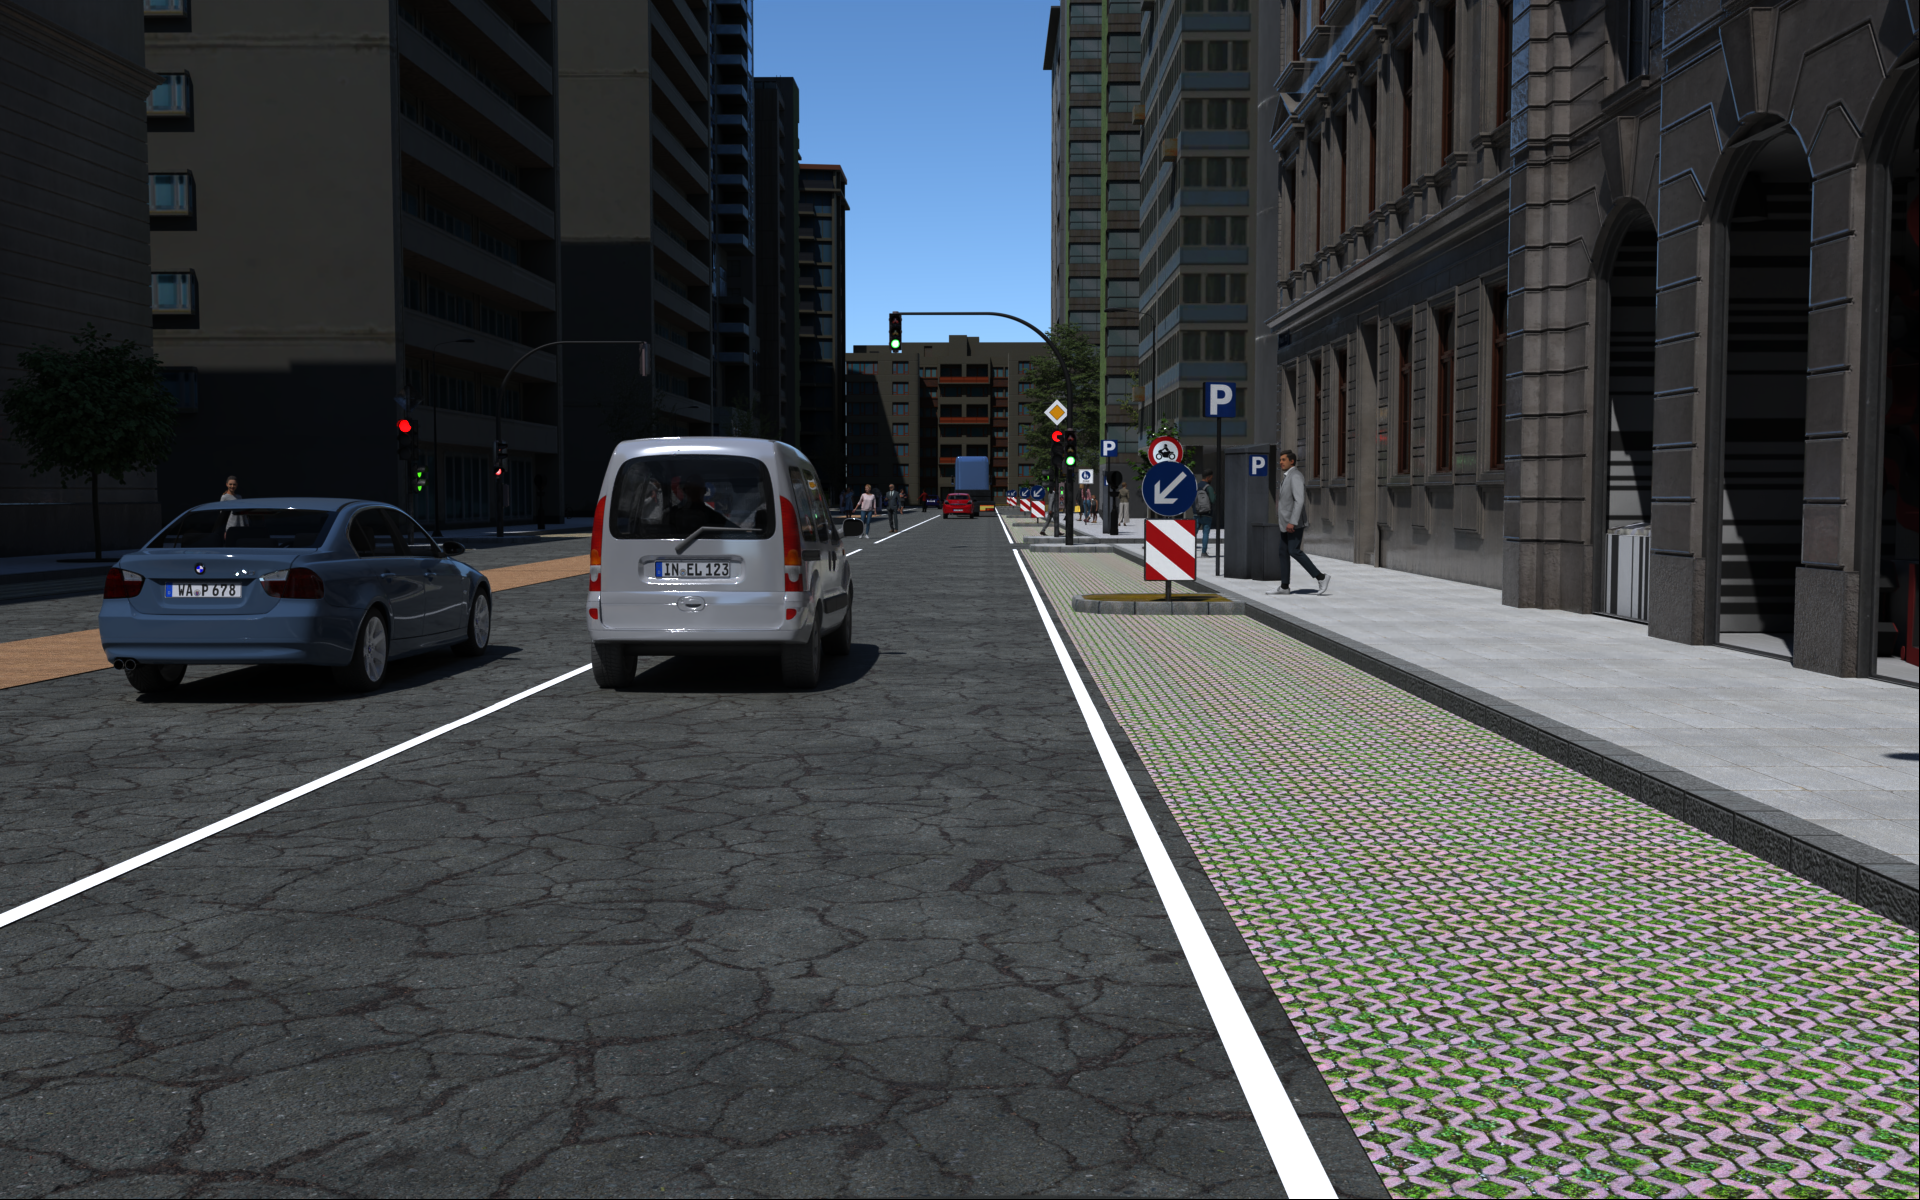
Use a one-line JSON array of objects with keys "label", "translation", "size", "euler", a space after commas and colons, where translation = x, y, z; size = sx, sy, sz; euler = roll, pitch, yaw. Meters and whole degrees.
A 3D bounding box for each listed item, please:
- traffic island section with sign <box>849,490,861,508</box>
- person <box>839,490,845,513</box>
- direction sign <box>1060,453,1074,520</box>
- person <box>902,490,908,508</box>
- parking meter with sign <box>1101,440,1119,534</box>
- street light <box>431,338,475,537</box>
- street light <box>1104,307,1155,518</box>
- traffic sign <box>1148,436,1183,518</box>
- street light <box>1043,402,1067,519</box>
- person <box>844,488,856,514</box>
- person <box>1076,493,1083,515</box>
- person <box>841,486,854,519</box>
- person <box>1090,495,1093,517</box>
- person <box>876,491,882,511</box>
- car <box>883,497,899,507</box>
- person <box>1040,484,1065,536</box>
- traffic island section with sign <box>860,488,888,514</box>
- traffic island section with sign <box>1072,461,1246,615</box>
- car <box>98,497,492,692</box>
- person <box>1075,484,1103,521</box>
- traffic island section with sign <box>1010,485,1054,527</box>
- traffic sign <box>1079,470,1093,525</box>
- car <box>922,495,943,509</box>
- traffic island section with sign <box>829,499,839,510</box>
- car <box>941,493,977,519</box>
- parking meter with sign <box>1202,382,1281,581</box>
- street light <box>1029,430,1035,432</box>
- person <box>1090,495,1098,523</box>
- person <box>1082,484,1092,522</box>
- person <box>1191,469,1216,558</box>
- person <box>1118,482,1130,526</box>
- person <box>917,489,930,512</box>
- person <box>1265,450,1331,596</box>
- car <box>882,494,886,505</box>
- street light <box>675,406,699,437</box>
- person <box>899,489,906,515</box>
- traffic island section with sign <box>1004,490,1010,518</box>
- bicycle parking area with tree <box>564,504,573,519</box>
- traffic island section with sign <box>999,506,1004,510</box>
[{"label": "traffic island section with sign", "translation": [-11.270, -10.525, 180.703], "size": [1.989, 1.847, 2.006], "euler": [0, 4, 1]}, {"label": "person", "translation": [-8.792, -7.400, 130.166], "size": [0.551, 1.740, 0.621], "euler": [-2, 4, -34]}, {"label": "direction sign", "translation": [5.220, -5.655, 84.456], "size": [0.876, 3.537, 0.379], "euler": [-3, 4, -36]}, {"label": "person", "translation": [-5.722, -10.077, 173.239], "size": [1.348, 1.826, 0.705], "euler": [2, 4, 29]}, {"label": "parking meter with sign", "translation": [4.906, -3.678, 56.402], "size": [0.543, 3.016, 1.738], "euler": [1, 4, 9]}, {"label": "street light", "translation": [-15.175, -4.851, 51.854], "size": [1.470, 5.913, 1.316], "euler": [0, 4, 1]}, {"label": "street light", "translation": [4.287, -4.326, 43.267], "size": [1.470, 5.913, 1.316], "euler": [0, 4, 1]}, {"label": "traffic sign", "translation": [4.482, -2.308, 37.834], "size": [0.768, 2.556, 0.104], "euler": [0, 4, 5]}, {"label": "street light", "translation": [4.879, -7.039, 87.623], "size": [1.470, 5.913, 1.316], "euler": [0, 4, 1]}, {"label": "person", "translation": [-7.797, -6.976, 122.526], "size": [0.822, 1.834, 0.622], "euler": [2, 4, 34]}, {"label": "person", "translation": [7.515, -6.202, 107.224], "size": [0.659, 1.850, 0.755], "euler": [0, 4, 8]}, {"label": "person", "translation": [-5.453, -4.618, 84.097], "size": [0.616, 1.811, 0.778], "euler": [0, 4, -3]}, {"label": "person", "translation": [7.387, -5.228, 96.541], "size": [0.382, 1.210, 0.505], "euler": [-2, 4, -35]}, {"label": "person", "translation": [-6.226, -7.589, 133.243], "size": [0.551, 1.740, 0.621], "euler": [-2, 4, -32]}, {"label": "car", "translation": [-7.485, -11.099, 191.059], "size": [1.945, 1.707, 3.694], "euler": [0, 4, 0]}, {"label": "person", "translation": [3.165, -3.097, 59.412], "size": [0.850, 1.792, 0.678], "euler": [0, 4, -7]}, {"label": "traffic island section with sign", "translation": [-6.216, -7.233, 126.398], "size": [2.006, 1.907, 1.989], "euler": [0, 4, 1]}, {"label": "traffic island section with sign", "translation": [2.394, -0.776, 21.324], "size": [1.989, 1.847, 2.006], "euler": [0, 4, 1]}, {"label": "car", "translation": [-5.097, -0.111, 13.820], "size": [2.014, 1.417, 4.499], "euler": [0, 4, 0]}, {"label": "person", "translation": [6.202, -4.652, 82.326], "size": [1.509, 1.804, 0.699], "euler": [0, 4, 2]}, {"label": "traffic island section with sign", "translation": [3.310, -4.147, 76.428], "size": [1.989, 1.847, 2.006], "euler": [0, 4, 1]}, {"label": "traffic sign", "translation": [5.219, -4.258, 71.742], "size": [0.606, 2.300, 0.079], "euler": [0, 4, 5]}, {"label": "car", "translation": [-2.626, -9.292, 164.501], "size": [1.945, 1.354, 3.894], "euler": [0, 4, 3]}, {"label": "traffic island section with sign", "translation": [-11.721, -8.858, 153.459], "size": [1.989, 1.847, 2.006], "euler": [0, 4, 1]}, {"label": "car", "translation": [-0.078, -5.659, 101.565], "size": [2.155, 1.783, 4.494], "euler": [0, 4, 1]}, {"label": "parking meter with sign", "translation": [4.338, -1.837, 26.297], "size": [0.543, 3.016, 1.738], "euler": [-1, 4, -21]}, {"label": "street light", "translation": [5.546, -9.413, 126.436], "size": [1.470, 5.913, 1.316], "euler": [0, 4, 1]}, {"label": "person", "translation": [5.935, -4.030, 76.597], "size": [0.373, 1.253, 0.362], "euler": [-3, 5, -39]}, {"label": "person", "translation": [5.762, -4.418, 78.281], "size": [0.555, 1.821, 0.388], "euler": [2, 4, 29]}, {"label": "person", "translation": [4.869, -1.734, 34.747], "size": [0.623, 1.781, 0.721], "euler": [2, 4, 31]}, {"label": "person", "translation": [6.603, -3.848, 69.503], "size": [0.519, 1.759, 0.362], "euler": [2, 4, 27]}, {"label": "person", "translation": [-2.820, -7.773, 135.523], "size": [1.348, 1.831, 0.705], "euler": [-3, 5, -43]}, {"label": "person", "translation": [4.299, -0.985, 22.001], "size": [0.795, 1.843, 0.661], "euler": [0, 4, 4]}, {"label": "car", "translation": [-8.366, -11.375, 195.770], "size": [2.009, 1.686, 4.222], "euler": [0, 4, 3]}, {"label": "street light", "translation": [-14.446, -7.264, 91.315], "size": [1.470, 5.913, 1.316], "euler": [0, 4, 1]}, {"label": "person", "translation": [-3.997, -6.848, 120.822], "size": [0.532, 1.782, 0.716], "euler": [1, 4, 10]}, {"label": "traffic island section with sign", "translation": [3.775, -5.811, 103.639], "size": [1.989, 1.847, 2.006], "euler": [0, 4, 1]}, {"label": "bicycle parking area with tree", "translation": [-24.327, -6.088, 86.548], "size": [8.231, 4.147, 9.016], "euler": [2, 4, 27]}, {"label": "traffic island section with sign", "translation": [4.598, -8.859, 153.475], "size": [1.989, 1.847, 2.006], "euler": [0, 4, 1]}]
